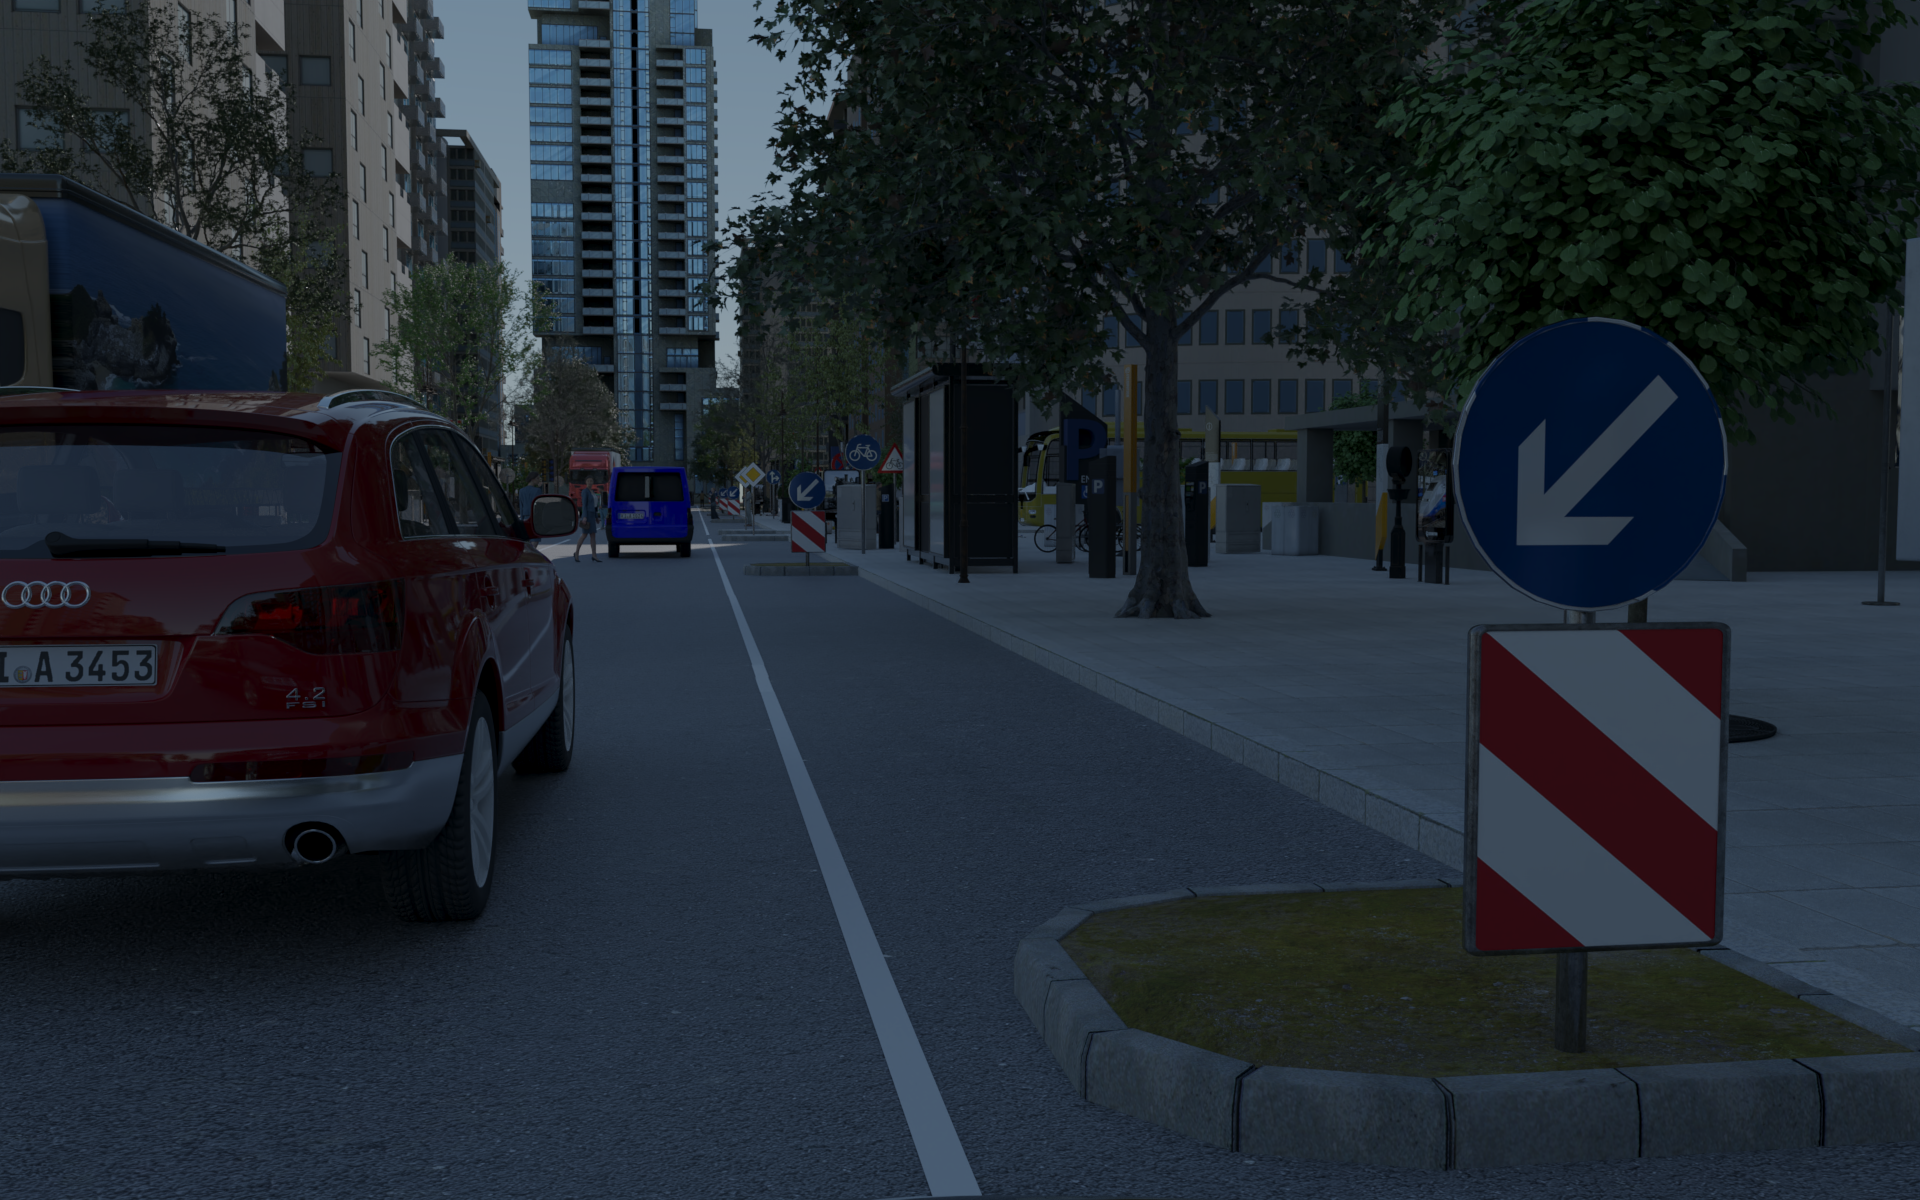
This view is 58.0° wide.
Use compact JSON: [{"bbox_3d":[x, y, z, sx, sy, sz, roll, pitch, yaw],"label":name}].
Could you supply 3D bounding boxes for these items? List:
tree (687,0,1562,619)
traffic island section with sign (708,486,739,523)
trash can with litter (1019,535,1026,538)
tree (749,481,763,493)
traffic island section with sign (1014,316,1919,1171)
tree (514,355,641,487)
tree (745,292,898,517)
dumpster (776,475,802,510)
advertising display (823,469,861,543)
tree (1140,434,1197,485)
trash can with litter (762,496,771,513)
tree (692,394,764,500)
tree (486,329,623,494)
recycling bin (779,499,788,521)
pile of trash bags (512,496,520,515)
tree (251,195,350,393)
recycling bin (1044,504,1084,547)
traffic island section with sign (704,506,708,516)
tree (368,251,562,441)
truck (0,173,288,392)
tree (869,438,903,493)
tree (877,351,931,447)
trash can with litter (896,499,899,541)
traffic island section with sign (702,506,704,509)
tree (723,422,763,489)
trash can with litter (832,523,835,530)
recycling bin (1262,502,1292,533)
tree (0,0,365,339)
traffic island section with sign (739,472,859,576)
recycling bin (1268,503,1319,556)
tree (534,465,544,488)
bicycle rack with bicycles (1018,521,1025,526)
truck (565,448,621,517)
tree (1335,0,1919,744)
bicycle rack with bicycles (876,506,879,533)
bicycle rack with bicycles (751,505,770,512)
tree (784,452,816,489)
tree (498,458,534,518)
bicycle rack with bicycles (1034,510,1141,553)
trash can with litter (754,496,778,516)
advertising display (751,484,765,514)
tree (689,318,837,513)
[{"bbox_3d":[2.010,-6.168,17.853,9.611,12.733,9.660,0,3,0],"label":"tree"},{"bbox_3d":[-11.475,-4.784,86.839,1.989,1.847,2.006,-1,4,-9],"label":"traffic island section with sign"},{"bbox_3d":[1.185,-2.477,51.563,1.678,1.210,2.233,-2,4,-26],"label":"trash can with litter"},{"bbox_3d":[-17.320,-9.184,144.757,1.663,3.219,1.824,0,3,0],"label":"tree"},{"bbox_3d":[1.202,0.243,4.650,1.989,1.847,2.006,-1,4,-9],"label":"traffic island section with sign"},{"bbox_3d":[-31.558,-13.718,141.290,9.611,12.733,9.660,0,3,0],"label":"tree"},{"bbox_3d":[-3.378,-6.064,49.503,4.737,8.622,4.395,0,3,0],"label":"tree"},{"bbox_3d":[-8.457,-5.175,87.111,1.502,2.255,1.985,-1,4,-9],"label":"dumpster"},{"bbox_3d":[-3.065,-2.429,44.935,0.974,1.923,0.123,0,4,4],"label":"advertising display"},{"bbox_3d":[5.677,-3.199,46.907,1.663,3.219,1.824,0,3,0],"label":"tree"},{"bbox_3d":[-13.092,-6.565,118.731,1.055,1.170,0.624,2,4,34],"label":"trash can with litter"},{"bbox_3d":[-23.278,-15.310,176.078,9.928,11.665,9.643,0,3,0],"label":"tree"},{"bbox_3d":[-29.964,-13.339,128.457,12.009,13.543,11.850,0,3,0],"label":"tree"},{"bbox_3d":[-8.168,-4.233,81.770,0.722,1.027,0.722,-1,4,-10],"label":"recycling bin"},{"bbox_3d":[-27.754,-5.918,106.519,1.912,1.369,3.447,3,4,38],"label":"pile of trash bags"},{"bbox_3d":[-16.871,-5.645,42.652,4.737,8.622,4.395,0,3,0],"label":"tree"},{"bbox_3d":[2.537,-1.814,42.214,0.722,1.027,0.722,3,5,42],"label":"recycling bin"},{"bbox_3d":[-15.596,-6.413,113.479,1.989,1.847,2.006,-1,4,-9],"label":"traffic island section with sign"},{"bbox_3d":[-20.956,-9.019,73.215,9.928,11.665,9.643,0,3,0],"label":"tree"},{"bbox_3d":[-9.335,-1.738,17.328,2.839,4.237,11.283,0,4,-8],"label":"truck"},{"bbox_3d":[-3.821,-7.168,100.915,4.285,4.588,4.351,0,3,0],"label":"tree"},{"bbox_3d":[-2.273,-8.292,85.942,4.360,8.622,3.978,0,3,0],"label":"tree"},{"bbox_3d":[-1.562,-2.162,46.739,0.624,1.170,1.055,3,5,44],"label":"trash can with litter"},{"bbox_3d":[-23.171,-9.416,162.574,1.989,1.847,2.006,-1,4,-9],"label":"traffic island section with sign"},{"bbox_3d":[-20.808,-13.280,167.497,4.360,8.622,3.978,0,3,0],"label":"tree"},{"bbox_3d":[-4.372,-3.153,62.603,1.678,1.210,2.233,1,4,13],"label":"trash can with litter"},{"bbox_3d":[9.839,-2.511,53.602,0.722,1.027,0.722,3,5,41],"label":"recycling bin"},{"bbox_3d":[-14.995,-5.973,32.065,8.767,10.594,7.601,0,4,0],"label":"tree"},{"bbox_3d":[-2.907,-1.386,31.292,1.989,1.847,2.006,-1,4,-9],"label":"traffic island section with sign"},{"bbox_3d":[7.025,-1.453,36.310,0.722,1.027,0.722,-3,5,-41],"label":"recycling bin"},{"bbox_3d":[-24.407,-6.285,97.369,1.663,3.219,1.824,0,3,0],"label":"tree"},{"bbox_3d":[3.134,-3.454,69.861,2.925,0.926,2.852,1,4,15],"label":"bicycle rack with bicycles"},{"bbox_3d":[-22.606,-7.241,107.307,2.839,4.237,11.283,0,4,-8],"label":"truck"},{"bbox_3d":[3.646,-1.575,9.471,4.285,4.588,4.351,0,3,0],"label":"tree"},{"bbox_3d":[-1.726,-2.493,54.136,2.852,0.926,2.925,-1,4,-18],"label":"bicycle rack with bicycles"},{"bbox_3d":[-14.303,-6.936,126.787,2.852,0.926,2.925,2,4,27],"label":"bicycle rack with bicycles"},{"bbox_3d":[-6.466,-4.773,72.645,1.663,3.219,1.824,0,3,0],"label":"tree"},{"bbox_3d":[-24.101,-6.047,93.464,1.663,3.219,1.824,0,3,0],"label":"tree"},{"bbox_3d":[3.376,-1.531,38.410,2.925,0.926,2.852,1,4,21],"label":"bicycle rack with bicycles"},{"bbox_3d":[-11.015,-5.511,101.164,2.233,1.210,1.678,-1,4,-22],"label":"trash can with litter"},{"bbox_3d":[-12.944,-6.458,110.798,0.974,1.923,0.123,2,4,27],"label":"advertising display"},{"bbox_3d":[-13.584,-12.842,120.343,12.009,13.543,11.850,0,3,0],"label":"tree"}]
